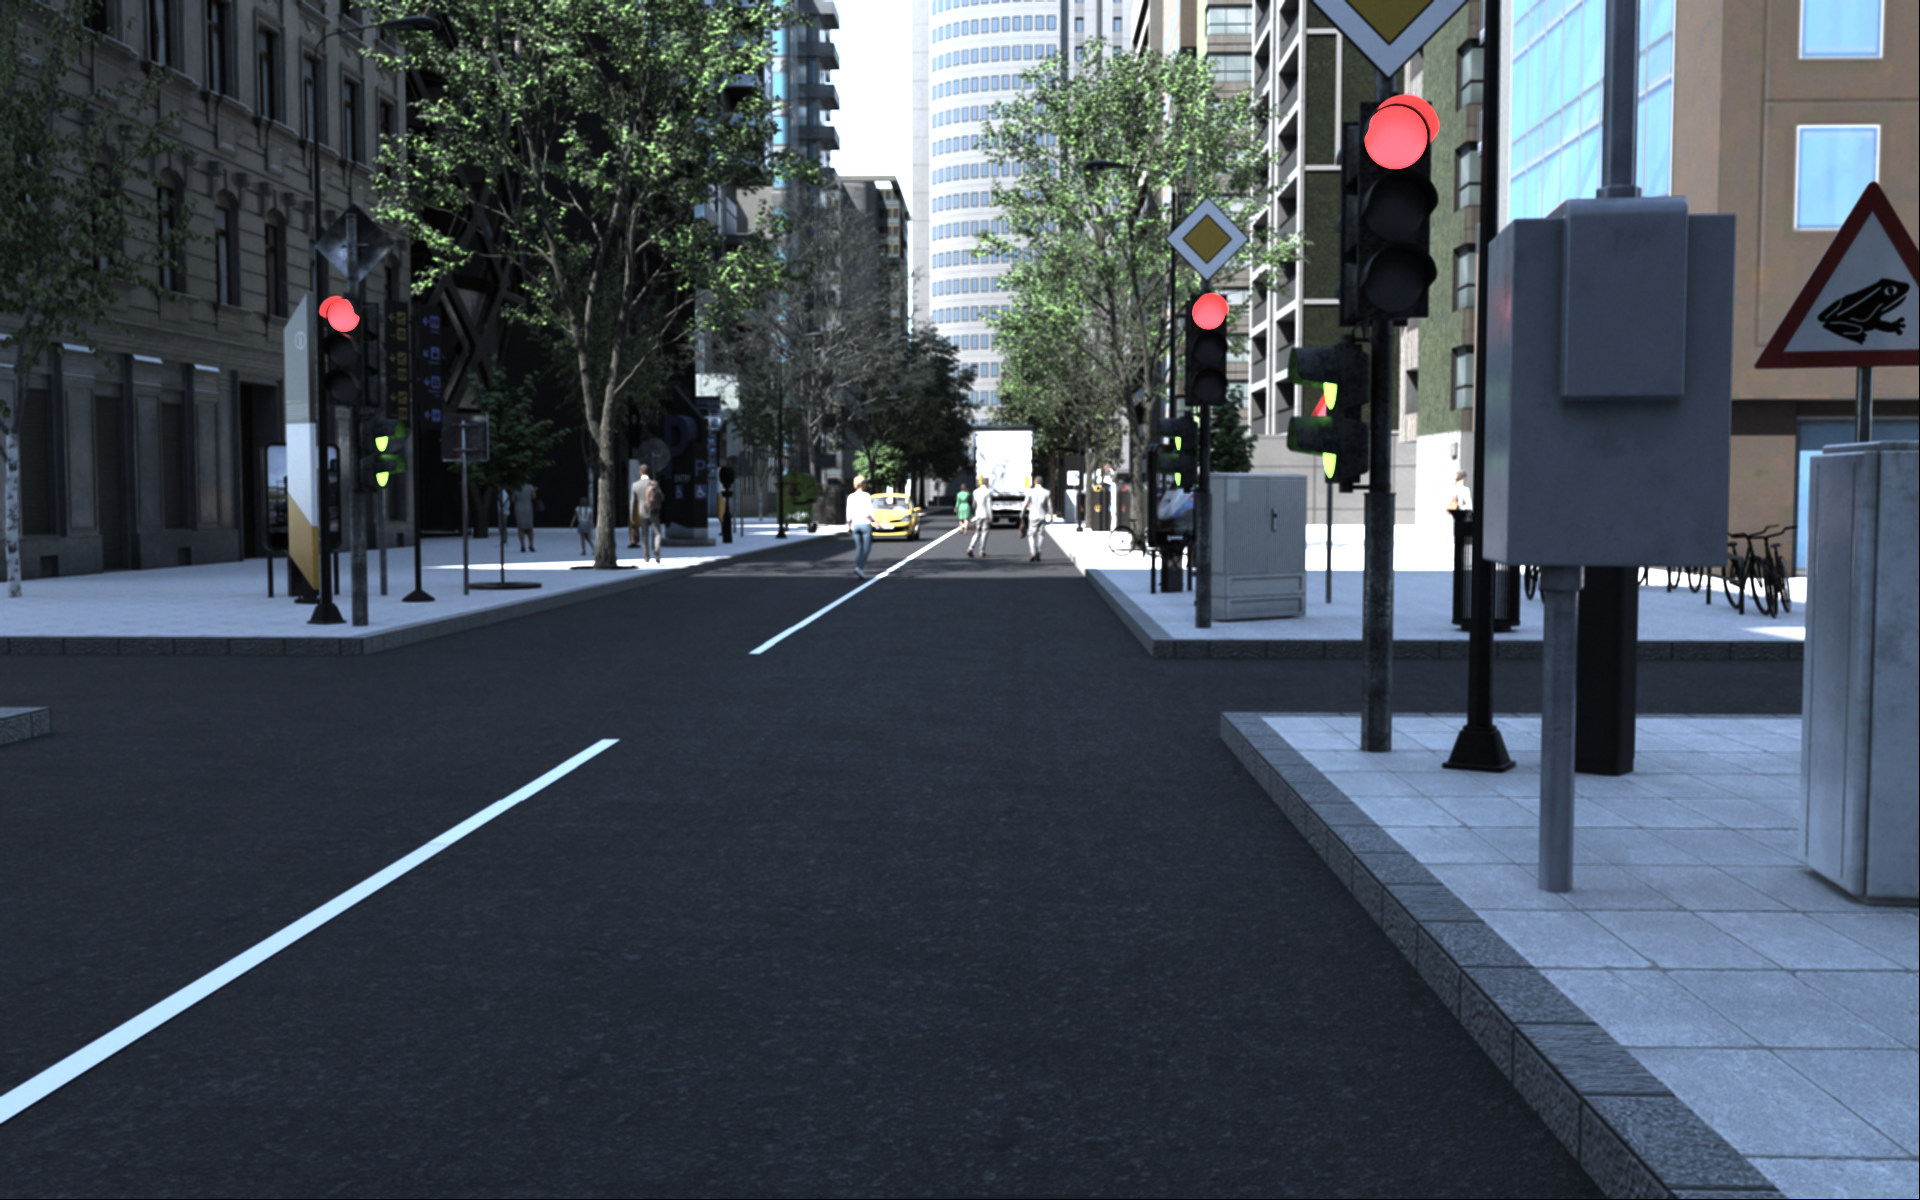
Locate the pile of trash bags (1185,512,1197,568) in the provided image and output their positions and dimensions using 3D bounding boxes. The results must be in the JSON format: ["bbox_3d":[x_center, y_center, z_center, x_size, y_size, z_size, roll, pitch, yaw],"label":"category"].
[{"bbox_3d":[5.083,-1.326,31.438,1.912,1.369,3.447,1,4,13],"label":"pile of trash bags"}]

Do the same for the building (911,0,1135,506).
[{"bbox_3d":[8.846,-39.807,192.838,28.212,58.520,21.231,0,4,2],"label":"building"}]

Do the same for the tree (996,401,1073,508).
[{"bbox_3d":[7.882,-15.565,161.146,9.857,13.997,8.962,0,3,0],"label":"tree"}]

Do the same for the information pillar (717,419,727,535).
[{"bbox_3d":[-7.361,-3.808,53.617,0.183,3.616,0.504,1,4,21],"label":"information pillar"}]

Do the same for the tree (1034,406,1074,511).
[{"bbox_3d":[7.309,-12.126,132.667,7.601,10.594,8.767,0,4,4],"label":"tree"}]

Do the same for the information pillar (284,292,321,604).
[{"bbox_3d":[-7.706,-1.770,20.290,0.504,3.616,0.183,2,4,35],"label":"information pillar"}]

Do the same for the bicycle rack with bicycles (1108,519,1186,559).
[{"bbox_3d":[4.473,-1.340,35.295,2.925,0.926,2.852,0,4,8],"label":"bicycle rack with bicycles"}]

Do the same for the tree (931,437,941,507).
[{"bbox_3d":[-1.923,-13.389,169.267,4.737,8.622,4.395,0,3,0],"label":"tree"}]

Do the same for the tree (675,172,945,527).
[{"bbox_3d":[-5.675,-9.557,66.634,12.009,13.543,11.850,0,3,0],"label":"tree"}]

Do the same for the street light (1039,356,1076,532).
[{"bbox_3d":[3.461,-5.212,57.764,1.470,5.913,1.316,0,4,2],"label":"street light"}]

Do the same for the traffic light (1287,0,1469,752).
[{"bbox_3d":[2.065,-1.201,8.559,0.839,4.253,0.868,0,4,2],"label":"traffic light"}]

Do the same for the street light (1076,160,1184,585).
[{"bbox_3d":[2.434,-3.164,24.267,1.470,5.913,1.316,0,4,2],"label":"street light"}]

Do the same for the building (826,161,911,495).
[{"bbox_3d":[-18.047,-31.092,200.240,23.993,40.220,32.217,0,4,2],"label":"building"}]

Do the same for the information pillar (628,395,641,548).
[{"bbox_3d":[-7.767,-3.058,41.345,0.183,3.616,0.504,1,4,13],"label":"information pillar"}]

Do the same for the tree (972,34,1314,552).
[{"bbox_3d":[4.027,-6.910,38.731,9.928,11.665,9.643,0,3,0],"label":"tree"}]

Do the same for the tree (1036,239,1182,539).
[{"bbox_3d":[4.170,-6.056,49.380,4.360,8.622,3.978,0,3,0],"label":"tree"}]

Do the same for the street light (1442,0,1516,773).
[{"bbox_3d":[1.902,-2.168,7.995,1.470,5.913,1.316,0,4,2],"label":"street light"}]

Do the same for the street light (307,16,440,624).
[{"bbox_3d":[-5.756,-2.720,17.017,1.470,5.913,1.316,0,4,2],"label":"street light"}]

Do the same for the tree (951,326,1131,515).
[{"bbox_3d":[5.788,-11.621,107.012,9.611,12.733,9.660,0,3,0],"label":"tree"}]

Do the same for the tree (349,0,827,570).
[{"bbox_3d":[-6.115,-6.327,29.200,9.928,11.665,9.643,0,3,0],"label":"tree"}]

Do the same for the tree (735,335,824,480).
[{"bbox_3d":[-8.038,-7.769,77.392,4.737,8.622,4.395,0,3,0],"label":"tree"}]

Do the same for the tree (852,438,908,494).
[{"bbox_3d":[-4.641,-7.171,100.955,4.285,4.588,4.351,0,3,0],"label":"tree"}]

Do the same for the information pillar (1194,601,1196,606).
[{"bbox_3d":[2.791,-1.739,19.788,0.183,3.616,0.504,0,4,6],"label":"information pillar"}]

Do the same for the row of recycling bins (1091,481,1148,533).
[{"bbox_3d":[5.571,-3.112,57.998,1.069,1.692,3.534,-2,4,-29],"label":"row of recycling bins"}]

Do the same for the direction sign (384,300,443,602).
[{"bbox_3d":[-6.490,-1.753,20.656,0.379,3.537,0.876,2,4,27],"label":"direction sign"}]

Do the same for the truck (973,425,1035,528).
[{"bbox_3d":[1.943,-5.323,75.943,2.839,4.237,11.283,0,4,2],"label":"truck"}]

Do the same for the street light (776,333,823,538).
[{"bbox_3d":[-4.635,-4.736,49.973,1.470,5.913,1.316,0,4,2],"label":"street light"}]

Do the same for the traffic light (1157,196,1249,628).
[{"bbox_3d":[2.321,-1.689,16.540,0.839,4.253,0.868,0,4,2],"label":"traffic light"}]

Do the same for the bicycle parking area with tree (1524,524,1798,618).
[{"bbox_3d":[10.748,-2.084,21.074,8.231,4.147,9.016,2,4,26],"label":"bicycle parking area with tree"}]

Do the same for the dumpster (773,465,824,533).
[{"bbox_3d":[-5.326,-3.335,57.021,1.502,2.255,1.985,0,4,2],"label":"dumpster"}]

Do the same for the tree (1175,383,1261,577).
[{"bbox_3d":[4.156,-1.996,27.229,1.663,3.219,1.824,0,3,0],"label":"tree"}]

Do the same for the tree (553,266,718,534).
[{"bbox_3d":[-10.634,-6.412,55.191,4.360,8.622,3.978,0,3,0],"label":"tree"}]

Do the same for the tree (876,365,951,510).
[{"bbox_3d":[-3.051,-13.829,143.108,9.611,12.733,9.660,0,3,0],"label":"tree"}]

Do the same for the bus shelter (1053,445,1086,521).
[{"bbox_3d":[5.556,-5.829,86.590,1.731,3.624,6.357,0,4,2],"label":"bus shelter"}]

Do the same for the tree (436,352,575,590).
[{"bbox_3d":[-6.347,-1.782,23.737,1.663,3.219,1.824,0,3,0],"label":"tree"}]

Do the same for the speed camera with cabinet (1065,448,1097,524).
[{"bbox_3d":[5.339,-4.905,74.536,0.660,3.252,2.038,3,5,41],"label":"speed camera with cabinet"}]

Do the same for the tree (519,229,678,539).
[{"bbox_3d":[-10.319,-6.052,49.314,4.737,8.622,4.395,0,3,0],"label":"tree"}]

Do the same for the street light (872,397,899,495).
[{"bbox_3d":[-3.617,-6.745,82.827,1.470,5.913,1.316,0,4,2],"label":"street light"}]

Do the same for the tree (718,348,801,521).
[{"bbox_3d":[-9.487,-8.066,82.238,4.360,8.622,3.978,0,3,0],"label":"tree"}]

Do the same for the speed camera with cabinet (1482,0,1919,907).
[{"bbox_3d":[2.783,-0.687,5.577,2.038,3.252,0.660,1,4,9],"label":"speed camera with cabinet"}]

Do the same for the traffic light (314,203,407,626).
[{"bbox_3d":[-5.837,-1.704,16.784,0.839,4.253,0.868,0,4,2],"label":"traffic light"}]

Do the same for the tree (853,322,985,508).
[{"bbox_3d":[-3.323,-13.484,127.120,9.857,13.997,8.962,0,3,0],"label":"tree"}]

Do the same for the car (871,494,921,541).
[{"bbox_3d":[-2.181,-2.652,53.583,2.015,1.641,3.980,0,4,2],"label":"car"}]

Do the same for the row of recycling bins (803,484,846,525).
[{"bbox_3d":[-5.748,-4.007,72.627,1.069,1.692,3.534,-2,4,-25],"label":"row of recycling bins"}]

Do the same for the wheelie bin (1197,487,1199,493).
[{"bbox_3d":[5.842,-2.095,42.167,0.693,1.594,0.980,1,4,17],"label":"wheelie bin"}]

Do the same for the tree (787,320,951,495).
[{"bbox_3d":[-4.502,-9.495,89.654,8.767,10.594,7.601,-2,4,-26],"label":"tree"}]

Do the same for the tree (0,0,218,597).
[{"bbox_3d":[-11.759,-4.356,21.589,4.737,8.622,4.395,0,3,0],"label":"tree"}]
